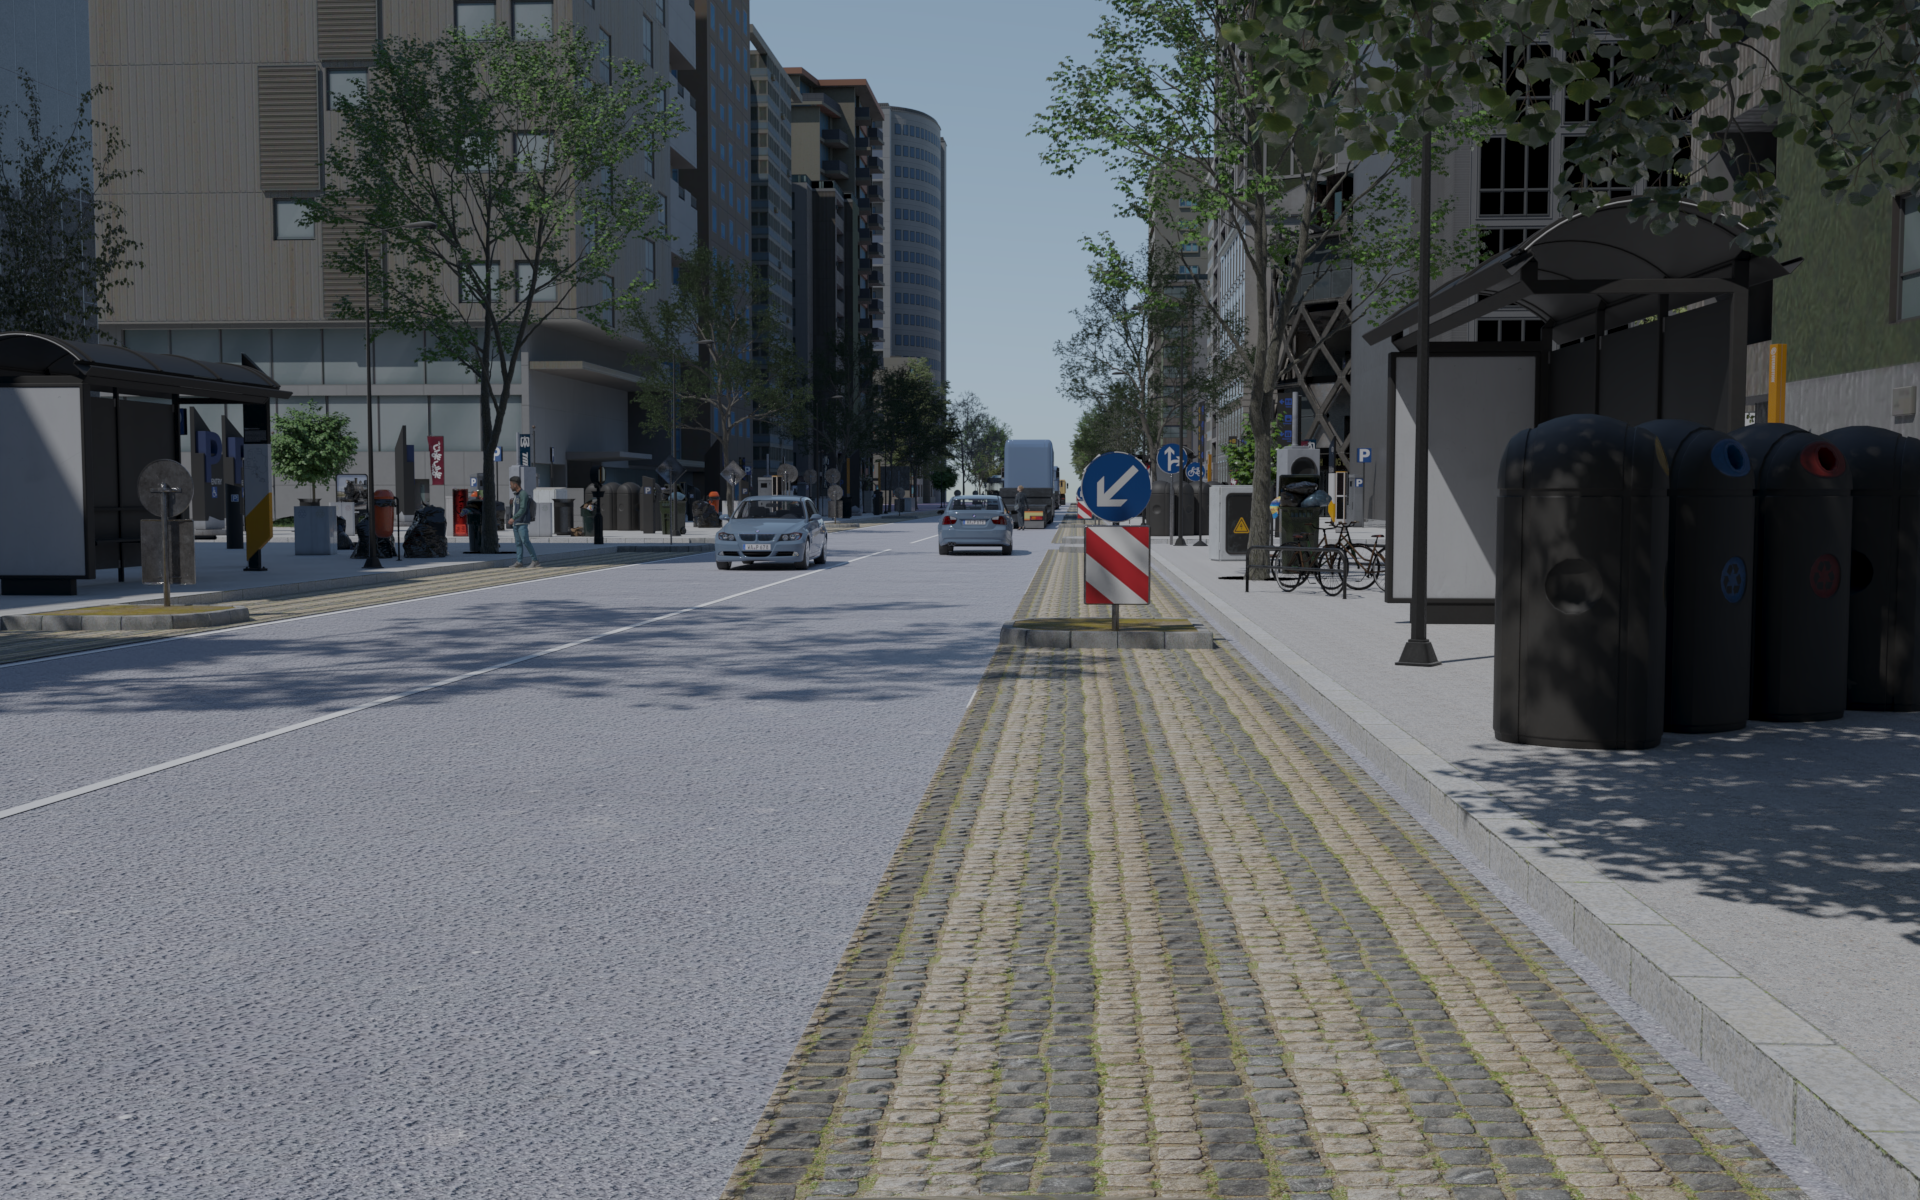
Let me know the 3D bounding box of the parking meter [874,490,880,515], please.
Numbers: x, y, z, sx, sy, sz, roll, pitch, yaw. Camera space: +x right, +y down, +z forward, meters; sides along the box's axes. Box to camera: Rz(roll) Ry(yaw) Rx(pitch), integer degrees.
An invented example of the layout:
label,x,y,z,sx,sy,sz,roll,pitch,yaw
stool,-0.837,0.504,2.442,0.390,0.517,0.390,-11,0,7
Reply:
label,x,y,z,sx,sy,sz,roll,pitch,yaw
parking meter,-5.046,-5.898,104.835,0.372,1.533,0.369,0,3,0

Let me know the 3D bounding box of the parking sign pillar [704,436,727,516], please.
label,x,y,z,sx,sy,sz,roll,pitch,yaw
parking sign pillar,-11.400,-5.653,80.899,1.447,3.967,1.447,-3,5,-42

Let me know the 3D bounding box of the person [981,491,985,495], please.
label,x,y,z,sx,sy,sz,roll,pitch,yaw
person,2.659,-11.097,190.392,0.568,1.767,0.683,2,4,31

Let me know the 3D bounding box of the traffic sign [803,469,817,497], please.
label,x,y,z,sx,sy,sz,roll,pitch,yaw
traffic sign,-7.624,-5.398,88.366,0.768,2.556,0.104,0,4,6

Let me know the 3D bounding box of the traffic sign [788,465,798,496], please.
label,x,y,z,sx,sy,sz,roll,pitch,yaw
traffic sign,-7.456,-4.622,75.678,0.768,2.556,0.104,1,4,13

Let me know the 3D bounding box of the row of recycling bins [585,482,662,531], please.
label,x,y,z,sx,sy,sz,roll,pitch,yaw
row of recycling bins,-11.819,-3.282,60.774,3.534,1.692,1.069,2,4,35

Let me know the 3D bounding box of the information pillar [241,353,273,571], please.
label,x,y,z,sx,sy,sz,roll,pitch,yaw
information pillar,-11.675,-2.288,28.760,0.504,3.616,0.183,1,4,16

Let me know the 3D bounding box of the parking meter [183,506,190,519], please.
label,x,y,z,sx,sy,sz,roll,pitch,yaw
parking meter,-25.903,-3.019,57.774,0.372,1.533,0.369,0,3,0

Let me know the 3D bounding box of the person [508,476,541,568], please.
label,x,y,z,sx,sy,sz,roll,pitch,yaw
person,-8.477,-1.503,33.414,0.721,1.781,0.623,-3,5,-40

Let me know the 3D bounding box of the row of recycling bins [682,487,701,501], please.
label,x,y,z,sx,sy,sz,roll,pitch,yaw
row of recycling bins,-17.273,-5.896,103.513,3.534,1.692,1.069,0,4,-5

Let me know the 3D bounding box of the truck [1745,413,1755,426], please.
label,x,y,z,sx,sy,sz,roll,pitch,yaw
truck,21.235,-3.463,45.528,11.283,4.237,2.839,0,4,6

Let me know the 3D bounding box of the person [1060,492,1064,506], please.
label,x,y,z,sx,sy,sz,roll,pitch,yaw
person,11.974,-12.062,206.240,0.721,1.766,1.217,3,5,39

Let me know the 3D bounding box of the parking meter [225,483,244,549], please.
label,x,y,z,sx,sy,sz,roll,pitch,yaw
parking meter,-16.981,-1.965,40.532,0.372,1.533,0.369,0,3,0

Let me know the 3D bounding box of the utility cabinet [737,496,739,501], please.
label,x,y,z,sx,sy,sz,roll,pitch,yaw
utility cabinet,-12.205,-5.291,97.665,0.306,1.237,1.020,1,4,22

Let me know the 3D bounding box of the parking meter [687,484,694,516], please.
label,x,y,z,sx,sy,sz,roll,pitch,yaw
parking meter,-15.907,-5.910,102.342,0.399,1.863,0.255,2,4,26

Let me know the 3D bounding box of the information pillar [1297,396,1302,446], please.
label,x,y,z,sx,sy,sz,roll,pitch,yaw
information pillar,7.997,-3.065,41.470,0.183,3.616,0.504,-2,4,-24

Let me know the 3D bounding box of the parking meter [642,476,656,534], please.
label,x,y,z,sx,sy,sz,roll,pitch,yaw
parking meter,-10.035,-3.075,55.990,0.399,1.863,0.255,1,4,8

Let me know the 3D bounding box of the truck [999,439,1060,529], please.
label,x,y,z,sx,sy,sz,roll,pitch,yaw
truck,2.941,-5.491,79.538,2.967,4.110,18.799,0,4,4

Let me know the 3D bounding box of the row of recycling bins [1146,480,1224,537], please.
label,x,y,z,sx,sy,sz,roll,pitch,yaw
row of recycling bins,7.064,-2.843,53.592,1.069,1.692,3.534,3,5,44

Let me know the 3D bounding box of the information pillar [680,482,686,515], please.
label,x,y,z,sx,sy,sz,roll,pitch,yaw
information pillar,-17.197,-6.301,107.515,0.304,2.012,0.304,0,4,8

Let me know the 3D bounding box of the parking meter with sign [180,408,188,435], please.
label,x,y,z,sx,sy,sz,roll,pitch,yaw
parking meter with sign,-16.305,-2.341,34.530,0.543,3.016,1.738,2,4,28

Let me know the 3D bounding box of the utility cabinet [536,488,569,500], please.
label,x,y,z,sx,sy,sz,roll,pitch,yaw
utility cabinet,-13.872,-3.045,58.472,1.173,1.500,0.318,1,4,21

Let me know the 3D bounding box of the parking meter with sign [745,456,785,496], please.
label,x,y,z,sx,sy,sz,roll,pitch,yaw
parking meter with sign,-8.907,-5.082,79.359,1.738,3.016,0.543,0,4,-3

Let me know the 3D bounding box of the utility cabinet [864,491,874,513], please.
label,x,y,z,sx,sy,sz,roll,pitch,yaw
utility cabinet,-6.068,-6.544,115.667,0.318,1.500,1.173,-2,4,-32

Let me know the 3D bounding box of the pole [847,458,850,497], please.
label,x,y,z,sx,sy,sz,roll,pitch,yaw
pole,-6.353,-6.401,98.503,0.158,3.312,0.155,0,3,0

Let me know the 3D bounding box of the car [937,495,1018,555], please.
label,x,y,z,sx,sy,sz,roll,pitch,yaw
car,0.410,-1.837,42.033,2.014,1.417,4.499,0,4,2

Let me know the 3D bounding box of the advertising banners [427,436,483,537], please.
label,x,y,z,sx,sy,sz,roll,pitch,yaw
advertising banners,-14.957,-3.409,51.921,2.074,3.025,0.090,0,4,6

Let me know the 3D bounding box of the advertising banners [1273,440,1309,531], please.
label,x,y,z,sx,sy,sz,roll,pitch,yaw
advertising banners,10.418,-3.666,56.123,2.074,3.025,0.090,-2,4,-24

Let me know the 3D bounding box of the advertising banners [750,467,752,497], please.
label,x,y,z,sx,sy,sz,roll,pitch,yaw
advertising banners,-13.623,-7.065,111.692,0.090,3.025,2.074,0,4,6

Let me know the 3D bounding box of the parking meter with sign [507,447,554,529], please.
label,x,y,z,sx,sy,sz,roll,pitch,yaw
parking meter with sign,-15.939,-4.151,64.135,1.738,3.016,0.543,0,4,-7

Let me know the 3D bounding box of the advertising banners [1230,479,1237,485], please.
label,x,y,z,sx,sy,sz,roll,pitch,yaw
advertising banners,14.172,-5.483,85.831,2.074,3.025,0.090,3,5,44

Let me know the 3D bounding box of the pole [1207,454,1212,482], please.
label,x,y,z,sx,sy,sz,roll,pitch,yaw
pole,12.759,-5.797,88.619,0.158,3.312,0.155,0,3,0

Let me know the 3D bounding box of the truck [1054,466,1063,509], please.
label,x,y,z,sx,sy,sz,roll,pitch,yaw
truck,7.788,-10.406,159.900,2.967,4.110,18.799,0,4,5

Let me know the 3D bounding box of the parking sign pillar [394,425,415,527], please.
label,x,y,z,sx,sy,sz,roll,pitch,yaw
parking sign pillar,-21.963,-4.894,68.484,1.447,3.967,1.447,-2,4,-32

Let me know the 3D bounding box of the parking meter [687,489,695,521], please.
label,x,y,z,sx,sy,sz,roll,pitch,yaw
parking meter,-12.758,-4.519,82.298,0.372,1.533,0.369,0,3,0

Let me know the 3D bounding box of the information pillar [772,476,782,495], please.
label,x,y,z,sx,sy,sz,roll,pitch,yaw
information pillar,-7.380,-4.005,69.971,0.304,2.012,0.304,3,5,41

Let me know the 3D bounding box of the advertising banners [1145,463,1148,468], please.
label,x,y,z,sx,sy,sz,roll,pitch,yaw
advertising banners,10.869,-6.149,96.715,2.074,3.025,0.090,-3,5,-39

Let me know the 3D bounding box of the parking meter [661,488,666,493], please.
label,x,y,z,sx,sy,sz,roll,pitch,yaw
parking meter,-11.599,-3.598,67.234,0.372,1.533,0.369,0,3,0

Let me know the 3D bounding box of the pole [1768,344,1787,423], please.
label,x,y,z,sx,sy,sz,roll,pitch,yaw
pole,11.134,-1.824,23.661,0.158,3.312,0.155,0,3,0

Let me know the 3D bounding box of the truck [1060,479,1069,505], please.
label,x,y,z,sx,sy,sz,roll,pitch,yaw
truck,12.573,-14.160,227.442,3.469,3.379,9.791,0,4,3

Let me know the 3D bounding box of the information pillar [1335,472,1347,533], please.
label,x,y,z,sx,sy,sz,roll,pitch,yaw
information pillar,12.507,-3.199,56.802,0.304,2.012,0.304,2,4,28

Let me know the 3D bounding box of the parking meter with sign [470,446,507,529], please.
label,x,y,z,sx,sy,sz,roll,pitch,yaw
parking meter with sign,-17.420,-4.073,62.859,0.543,3.016,1.738,2,4,32

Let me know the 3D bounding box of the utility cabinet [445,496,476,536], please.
label,x,y,z,sx,sy,sz,roll,pitch,yaw
utility cabinet,-15.138,-2.532,52.566,1.020,1.237,0.306,2,4,32

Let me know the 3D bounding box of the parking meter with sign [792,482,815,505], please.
label,x,y,z,sx,sy,sz,roll,pitch,yaw
parking meter with sign,-10.115,-7.055,111.603,1.738,3.016,0.543,2,4,26

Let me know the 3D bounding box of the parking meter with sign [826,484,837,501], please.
label,x,y,z,sx,sy,sz,roll,pitch,yaw
parking meter with sign,-9.166,-7.972,126.603,0.543,3.016,1.738,3,4,38

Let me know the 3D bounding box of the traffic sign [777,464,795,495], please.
label,x,y,z,sx,sy,sz,roll,pitch,yaw
traffic sign,-7.288,-4.425,72.451,0.768,2.556,0.104,1,4,9

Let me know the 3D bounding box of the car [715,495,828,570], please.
label,x,y,z,sx,sy,sz,roll,pitch,yaw
car,-3.675,-1.365,34.325,2.014,1.417,4.499,0,4,3

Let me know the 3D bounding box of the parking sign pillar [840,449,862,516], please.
label,x,y,z,sx,sy,sz,roll,pitch,yaw
parking sign pillar,-6.515,-6.950,102.102,1.447,3.967,1.447,3,5,43

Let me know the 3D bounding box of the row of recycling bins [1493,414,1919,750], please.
label,x,y,z,sx,sy,sz,roll,pitch,yaw
row of recycling bins,4.306,-0.165,9.805,3.534,1.692,1.069,-2,4,-34

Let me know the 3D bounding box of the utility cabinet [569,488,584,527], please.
label,x,y,z,sx,sy,sz,roll,pitch,yaw
utility cabinet,-14.963,-3.509,66.043,1.173,1.500,0.318,-2,4,-28

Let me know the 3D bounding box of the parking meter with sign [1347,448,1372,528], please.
label,x,y,z,sx,sy,sz,roll,pitch,yaw
parking meter with sign,15.240,-4.294,66.474,0.543,3.016,1.738,0,4,-4

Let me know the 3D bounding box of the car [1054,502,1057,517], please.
label,x,y,z,sx,sy,sz,roll,pitch,yaw
car,5.079,-5.861,108.401,1.945,1.354,3.894,0,4,3

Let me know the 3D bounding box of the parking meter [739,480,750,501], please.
label,x,y,z,sx,sy,sz,roll,pitch,yaw
parking meter,-8.810,-3.976,70.723,0.399,1.863,0.255,-2,4,-26

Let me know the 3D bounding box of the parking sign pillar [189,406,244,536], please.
label,x,y,z,sx,sy,sz,roll,pitch,yaw
parking sign pillar,-23.419,-4.002,53.901,1.447,3.967,1.447,0,4,2

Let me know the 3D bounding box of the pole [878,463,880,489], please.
label,x,y,z,sx,sy,sz,roll,pitch,yaw
pole,-5.215,-7.222,111.917,0.158,3.312,0.155,0,3,0

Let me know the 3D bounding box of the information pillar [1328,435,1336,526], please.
label,x,y,z,sx,sy,sz,roll,pitch,yaw
information pillar,14.928,-4.776,69.440,0.183,3.616,0.504,-1,4,-13

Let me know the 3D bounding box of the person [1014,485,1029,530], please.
label,x,y,z,sx,sy,sz,roll,pitch,yaw
person,2.450,-3.631,68.291,0.534,1.772,0.576,2,4,30
